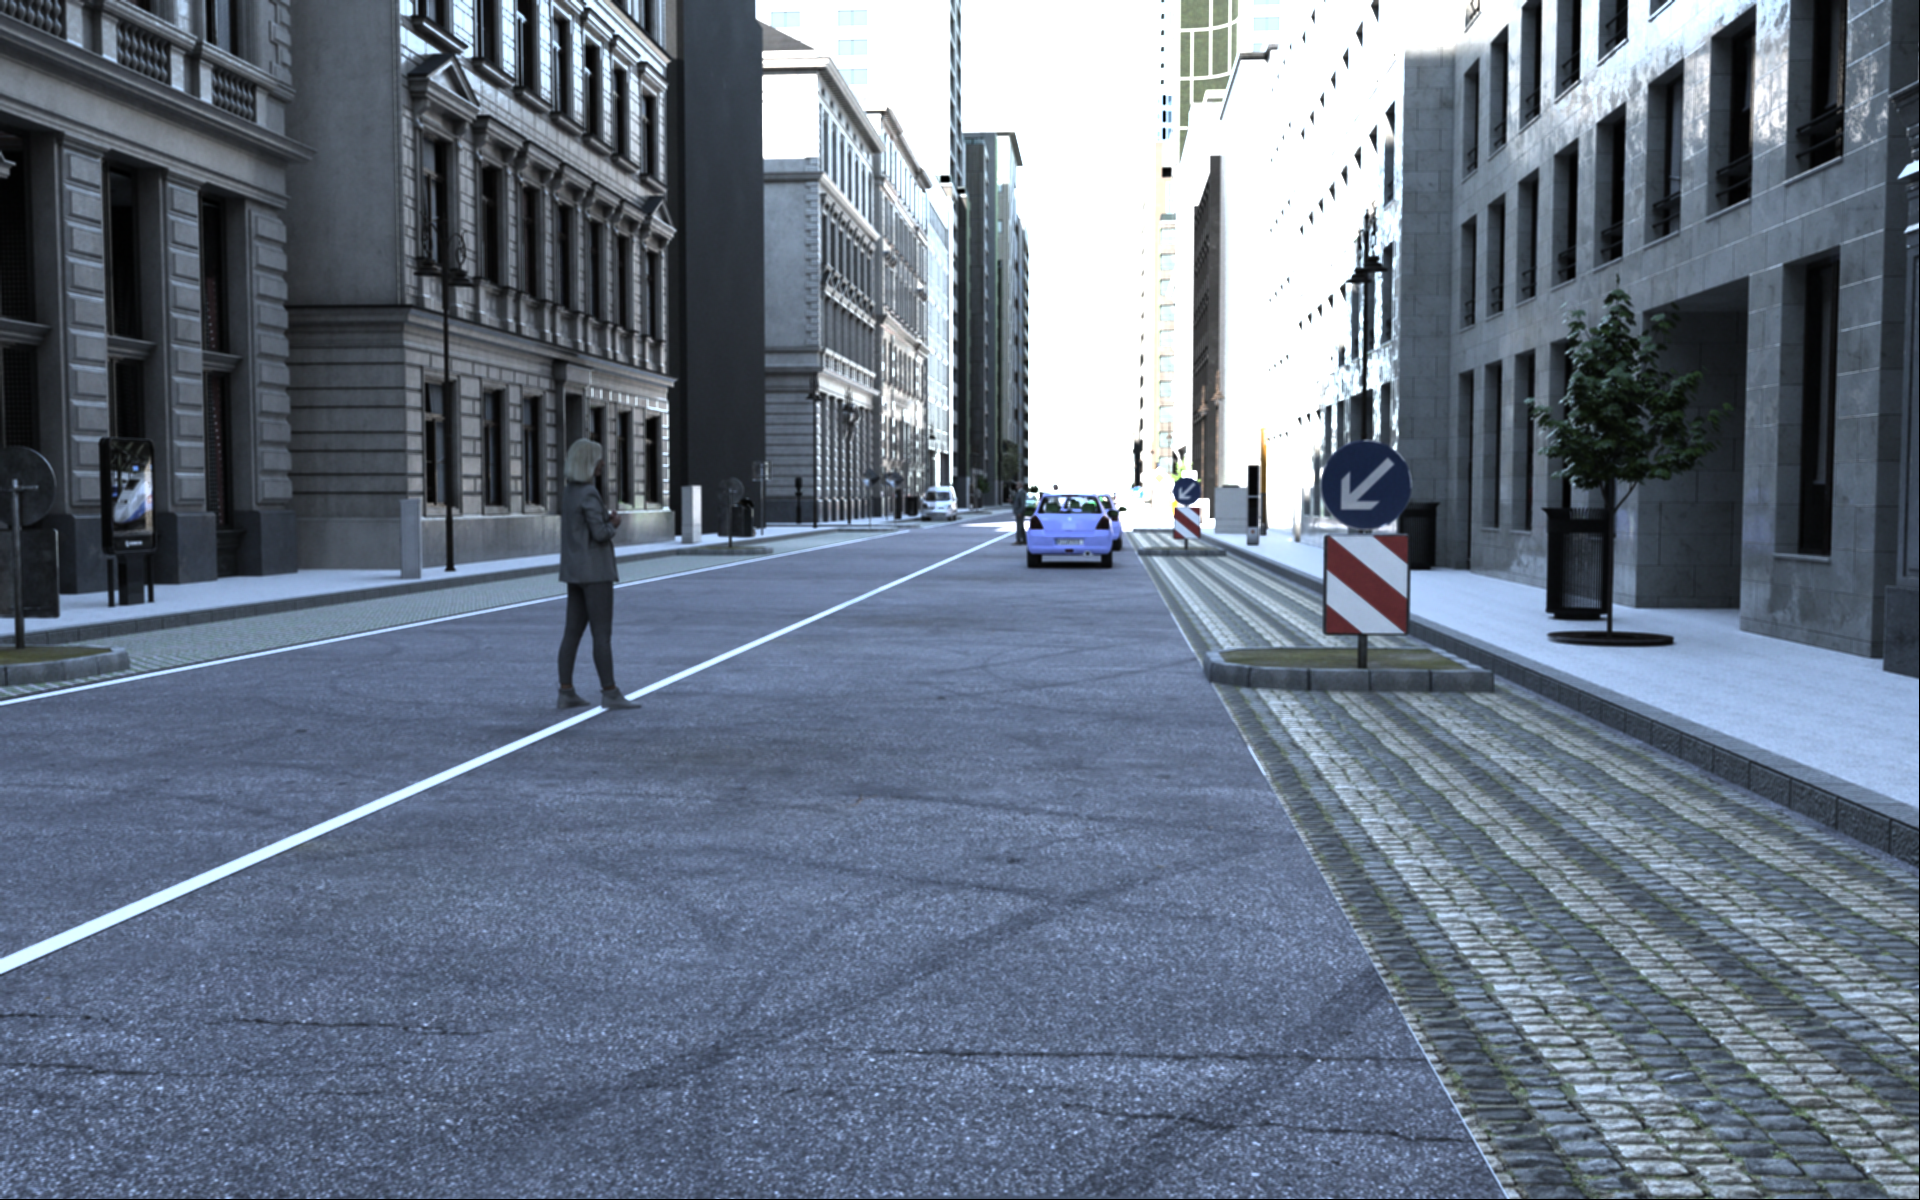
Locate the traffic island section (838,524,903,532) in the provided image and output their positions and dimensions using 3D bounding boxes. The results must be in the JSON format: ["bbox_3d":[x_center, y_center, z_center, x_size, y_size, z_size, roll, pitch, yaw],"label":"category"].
[{"bbox_3d":[-3.450,-2.677,66.042,2.009,0.180,2.903,0,4,5],"label":"traffic island section"}]

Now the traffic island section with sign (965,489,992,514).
[{"bbox_3d":[1.277,-7.035,123.653,1.989,1.847,2.006,0,4,5],"label":"traffic island section with sign"}]

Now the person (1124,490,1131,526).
[{"bbox_3d":[7.481,-4.088,77.148,0.330,1.601,0.589,2,4,24],"label":"person"}]

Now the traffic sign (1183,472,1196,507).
[{"bbox_3d":[10.331,-4.642,78.024,0.606,2.300,0.079,1,4,9],"label":"traffic sign"}]

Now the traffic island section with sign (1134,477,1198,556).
[{"bbox_3d":[5.163,-1.952,40.543,1.989,1.847,2.006,0,4,5],"label":"traffic island section with sign"}]

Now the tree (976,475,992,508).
[{"bbox_3d":[1.877,-9.958,157.411,1.663,3.219,1.824,0,3,0],"label":"tree"}]

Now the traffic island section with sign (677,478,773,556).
[{"bbox_3d":[-5.499,-1.983,41.053,1.989,1.847,2.006,0,4,5],"label":"traffic island section with sign"}]

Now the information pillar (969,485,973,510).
[{"bbox_3d":[0.904,-8.218,138.854,0.304,2.012,0.304,-1,4,-11],"label":"information pillar"}]

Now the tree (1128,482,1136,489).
[{"bbox_3d":[24.706,-15.529,248.493,1.663,3.219,1.824,0,3,0],"label":"tree"}]

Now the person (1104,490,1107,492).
[{"bbox_3d":[12.810,-8.814,152.606,0.705,1.824,1.348,-1,4,-16],"label":"person"}]

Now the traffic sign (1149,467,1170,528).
[{"bbox_3d":[7.480,-3.757,65.064,0.795,2.450,0.064,0,4,5],"label":"traffic sign"}]

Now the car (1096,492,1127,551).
[{"bbox_3d":[3.387,-2.179,45.213,1.945,1.707,3.694,0,4,6],"label":"car"}]

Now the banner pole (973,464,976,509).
[{"bbox_3d":[1.194,-9.441,144.382,0.401,3.779,0.863,1,4,21],"label":"banner pole"}]

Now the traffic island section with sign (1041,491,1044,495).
[{"bbox_3d":[14.387,-16.773,282.860,1.989,1.847,2.006,0,4,5],"label":"traffic island section with sign"}]

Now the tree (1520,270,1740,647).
[{"bbox_3d":[5.529,-1.243,14.920,1.663,3.219,1.824,0,3,0],"label":"tree"}]

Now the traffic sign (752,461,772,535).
[{"bbox_3d":[-6.120,-3.143,53.520,0.606,2.300,0.079,0,4,7],"label":"traffic sign"}]

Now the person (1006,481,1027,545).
[{"bbox_3d":[1.622,-2.463,48.947,0.590,1.801,0.661,0,4,-8],"label":"person"}]

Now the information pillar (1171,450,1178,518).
[{"bbox_3d":[11.497,-6.194,92.624,0.183,3.616,0.504,3,4,36],"label":"information pillar"}]

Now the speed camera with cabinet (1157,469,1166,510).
[{"bbox_3d":[16.036,-8.719,136.889,0.660,3.252,2.038,1,4,18],"label":"speed camera with cabinet"}]

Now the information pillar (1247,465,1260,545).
[{"bbox_3d":[7.376,-2.388,43.542,0.304,2.012,0.304,1,4,12],"label":"information pillar"}]

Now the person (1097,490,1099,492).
[{"bbox_3d":[14.891,-10.966,187.654,0.709,1.838,0.599,2,4,23],"label":"person"}]

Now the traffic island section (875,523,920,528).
[{"bbox_3d":[-2.795,-3.163,74.000,2.009,0.180,2.903,0,4,5],"label":"traffic island section"}]

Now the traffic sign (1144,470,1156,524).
[{"bbox_3d":[8.135,-4.243,73.023,0.795,2.450,0.064,0,4,5],"label":"traffic sign"}]

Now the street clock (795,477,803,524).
[{"bbox_3d":[-6.977,-4.304,74.948,0.358,2.002,0.471,0,4,4],"label":"street clock"}]

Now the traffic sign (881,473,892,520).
[{"bbox_3d":[-3.564,-5.031,84.386,0.606,2.300,0.079,1,4,13],"label":"traffic sign"}]

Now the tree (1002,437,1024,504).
[{"bbox_3d":[6.226,-16.379,218.161,4.360,8.622,3.978,0,3,0],"label":"tree"}]

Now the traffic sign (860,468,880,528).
[{"bbox_3d":[-3.426,-3.813,65.979,0.795,2.450,0.064,0,4,5],"label":"traffic sign"}]

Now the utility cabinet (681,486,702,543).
[{"bbox_3d":[-7.026,-2.236,45.243,0.318,1.500,1.173,0,4,3],"label":"utility cabinet"}]

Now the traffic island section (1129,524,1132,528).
[{"bbox_3d":[8.159,-3.108,73.098,2.009,0.180,2.903,0,4,5],"label":"traffic island section"}]

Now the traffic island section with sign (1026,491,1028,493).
[{"bbox_3d":[7.561,-11.701,199.938,1.989,1.847,2.006,0,4,5],"label":"traffic island section with sign"}]

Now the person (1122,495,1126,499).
[{"bbox_3d":[16.197,-9.751,168.641,0.721,1.743,1.217,-2,4,-33],"label":"person"}]

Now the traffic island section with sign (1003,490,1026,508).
[{"bbox_3d":[5.329,-10.042,172.817,1.989,1.847,2.006,0,4,5],"label":"traffic island section with sign"}]

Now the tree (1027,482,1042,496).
[{"bbox_3d":[12.126,-17.388,278.890,1.663,3.219,1.824,0,3,0],"label":"tree"}]

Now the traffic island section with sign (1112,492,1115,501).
[{"bbox_3d":[11.866,-6.933,121.979,1.989,1.847,2.006,0,4,5],"label":"traffic island section with sign"}]

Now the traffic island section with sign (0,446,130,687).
[{"bbox_3d":[-7.758,-0.305,13.613,1.989,1.847,2.006,0,4,5],"label":"traffic island section with sign"}]

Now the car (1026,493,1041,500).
[{"bbox_3d":[5.471,-7.964,139.259,2.155,1.783,4.494,0,4,3],"label":"car"}]

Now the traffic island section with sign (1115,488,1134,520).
[{"bbox_3d":[9.650,-5.290,95.114,1.989,1.847,2.006,0,4,5],"label":"traffic island section with sign"}]

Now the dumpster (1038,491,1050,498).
[{"bbox_3d":[12.795,-15.504,261.702,1.865,1.857,1.264,0,4,6],"label":"dumpster"}]

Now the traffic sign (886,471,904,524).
[{"bbox_3d":[-2.771,-4.299,73.937,0.795,2.450,0.064,0,4,5],"label":"traffic sign"}]

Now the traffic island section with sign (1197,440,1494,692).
[{"bbox_3d":[2.922,-0.294,13.438,1.989,1.847,2.006,0,4,5],"label":"traffic island section with sign"}]

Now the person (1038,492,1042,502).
[{"bbox_3d":[11.683,-14.835,251.856,0.445,1.727,0.742,3,4,37],"label":"person"}]

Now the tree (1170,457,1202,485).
[{"bbox_3d":[11.700,-5.819,89.745,1.663,3.219,1.824,0,3,0],"label":"tree"}]

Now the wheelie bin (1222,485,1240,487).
[{"bbox_3d":[9.680,-3.292,61.729,0.980,1.594,0.693,-1,4,-12],"label":"wheelie bin"}]

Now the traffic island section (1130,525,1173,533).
[{"bbox_3d":[7.504,-2.621,65.140,2.009,0.180,2.903,0,4,5],"label":"traffic island section"}]

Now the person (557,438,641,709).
[{"bbox_3d":[-2.463,-0.183,11.670,0.526,1.800,0.537,-1,4,-23],"label":"person"}]

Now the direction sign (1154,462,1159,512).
[{"bbox_3d":[13.989,-8.019,123.101,0.379,3.537,0.876,-1,4,-12],"label":"direction sign"}]

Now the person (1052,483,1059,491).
[{"bbox_3d":[2.862,-2.697,53.086,0.515,1.767,0.782,0,4,5],"label":"person"}]

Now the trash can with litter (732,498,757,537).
[{"bbox_3d":[-6.408,-2.457,51.554,0.624,1.170,1.055,0,4,4],"label":"trash can with litter"}]

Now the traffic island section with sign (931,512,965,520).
[{"bbox_3d":[-0.911,-5.392,96.786,1.989,1.847,2.006,0,4,5],"label":"traffic island section with sign"}]

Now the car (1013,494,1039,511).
[{"bbox_3d":[5.183,-7.689,134.506,1.959,1.807,4.718,0,4,7],"label":"car"}]

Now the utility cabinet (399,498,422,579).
[{"bbox_3d":[-8.431,-0.943,26.580,0.306,1.237,1.020,-1,4,-16],"label":"utility cabinet"}]

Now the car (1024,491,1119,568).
[{"bbox_3d":[2.239,-1.554,34.997,1.945,1.707,3.694,0,4,4],"label":"car"}]

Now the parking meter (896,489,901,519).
[{"bbox_3d":[-3.182,-4.893,88.404,0.372,1.533,0.369,0,3,0],"label":"parking meter"}]
